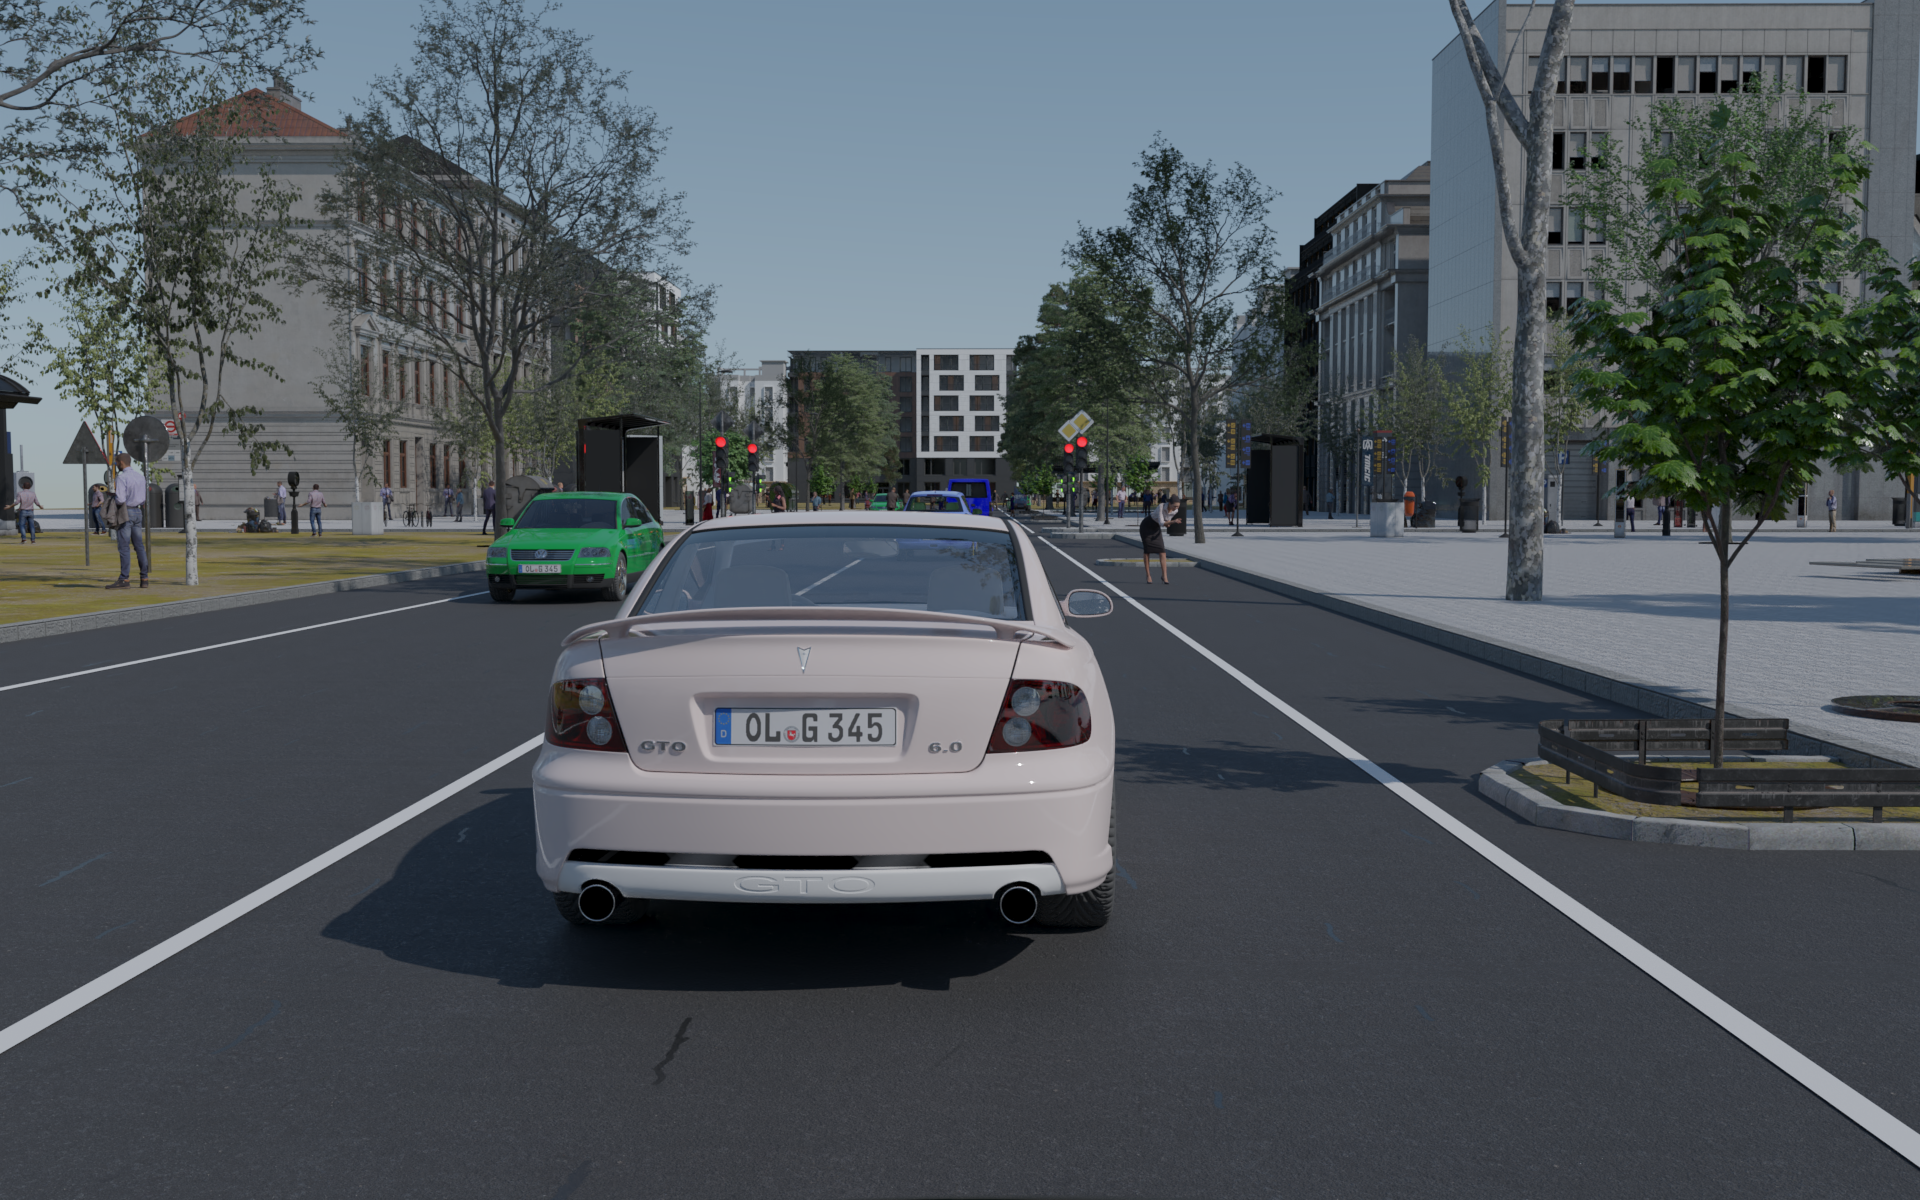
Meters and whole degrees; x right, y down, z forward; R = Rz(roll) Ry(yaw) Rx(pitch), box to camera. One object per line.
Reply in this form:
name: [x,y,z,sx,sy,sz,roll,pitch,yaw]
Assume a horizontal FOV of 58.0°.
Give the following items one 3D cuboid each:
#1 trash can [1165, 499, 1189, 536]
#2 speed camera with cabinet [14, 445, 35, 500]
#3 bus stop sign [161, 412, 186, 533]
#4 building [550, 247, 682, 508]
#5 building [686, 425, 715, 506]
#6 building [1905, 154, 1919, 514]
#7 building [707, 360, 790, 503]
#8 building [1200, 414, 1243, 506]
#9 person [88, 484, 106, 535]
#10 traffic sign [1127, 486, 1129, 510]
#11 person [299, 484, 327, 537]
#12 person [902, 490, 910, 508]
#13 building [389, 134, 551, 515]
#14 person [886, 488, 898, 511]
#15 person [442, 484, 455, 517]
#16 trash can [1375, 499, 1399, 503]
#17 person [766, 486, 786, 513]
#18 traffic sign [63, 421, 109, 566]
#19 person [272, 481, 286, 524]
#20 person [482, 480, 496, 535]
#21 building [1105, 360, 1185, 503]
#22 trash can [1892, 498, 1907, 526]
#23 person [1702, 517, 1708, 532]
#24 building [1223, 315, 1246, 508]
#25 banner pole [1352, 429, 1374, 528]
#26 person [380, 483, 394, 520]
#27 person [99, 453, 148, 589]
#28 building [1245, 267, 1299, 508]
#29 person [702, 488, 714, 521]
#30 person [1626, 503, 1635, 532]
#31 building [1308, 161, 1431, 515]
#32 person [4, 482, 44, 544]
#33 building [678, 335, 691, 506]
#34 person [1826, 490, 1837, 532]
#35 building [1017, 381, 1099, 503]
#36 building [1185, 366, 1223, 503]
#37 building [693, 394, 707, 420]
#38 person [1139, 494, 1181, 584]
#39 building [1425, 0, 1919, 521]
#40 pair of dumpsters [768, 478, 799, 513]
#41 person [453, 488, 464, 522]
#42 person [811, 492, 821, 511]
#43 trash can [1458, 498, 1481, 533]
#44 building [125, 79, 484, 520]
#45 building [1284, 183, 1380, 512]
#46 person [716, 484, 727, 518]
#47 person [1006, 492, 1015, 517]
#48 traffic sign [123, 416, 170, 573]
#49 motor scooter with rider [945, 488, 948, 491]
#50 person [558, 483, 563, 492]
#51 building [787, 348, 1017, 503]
trash can: [6.588,-2.508,52.654,0.748,1.137,0.748,0,3,0]
speed camera with cabinet: [-37.975,-4.558,68.860,2.038,3.252,0.660,-3,5,-43]
bus stop sign: [-25.586,-4.149,56.547,0.855,3.939,0.416,0,4,-8]
building: [-41.872,-19.140,156.906,27.936,21.610,32.646,0,4,1]
building: [-41.878,-15.366,193.386,28.070,9.664,9.099,0,4,1]
building: [53.876,-13.667,90.912,16.811,18.784,16.820,0,4,1]
building: [-30.208,-24.131,250.968,11.380,20.091,16.016,0,4,1]
building: [31.437,-14.696,182.421,9.099,9.664,28.070,0,4,1]
person: [-27.018,-2.825,54.196,0.963,1.587,0.435,3,4,37]
traffic sign: [12.322,-7.749,126.706,0.884,2.594,0.081,0,4,4]
person: [-19.203,-2.667,51.612,0.435,1.587,0.963,2,4,35]
person: [-3.917,-7.090,125.106,0.565,1.739,0.600,-2,4,-31]
building: [-34.143,-17.460,114.348,11.050,23.489,19.941,0,4,1]
person: [-3.294,-4.543,83.458,0.565,1.739,0.600,-1,4,-19]
person: [-28.593,-5.562,96.842,0.709,1.838,0.599,-1,4,-23]
trash can: [13.034,-2.521,52.875,0.748,1.137,0.748,0,3,0]
person: [-4.638,-2.054,43.561,0.593,1.643,0.415,1,4,14]
traffic sign: [-15.558,-1.884,30.813,0.884,2.594,0.081,0,4,8]
person: [-29.097,-4.160,73.933,0.599,1.838,0.709,0,4,-4]
person: [-14.732,-2.905,54.458,0.541,1.710,0.530,2,4,34]
building: [25.473,-24.079,250.103,11.380,20.091,16.016,0,4,1]
trash can: [37.581,-3.518,69.167,0.748,1.137,0.748,0,3,0]
person: [25.254,-2.884,58.889,0.697,1.427,0.421,-2,4,-25]
building: [33.652,-18.672,161.700,16.016,20.091,11.380,0,4,1]
banner pole: [15.425,-4.661,66.226,0.863,3.779,0.401,0,4,-8]
person: [-28.135,-4.835,84.961,0.709,1.838,0.599,-2,4,-26]
person: [-11.384,-1.076,23.499,0.599,1.838,0.709,1,4,12]
building: [33.868,-17.952,149.940,16.016,20.091,11.380,0,4,1]
person: [-9.609,-3.524,66.135,0.387,1.526,0.523,1,4,23]
person: [22.882,-2.984,59.497,0.614,1.554,0.590,-1,4,-20]
building: [31.301,-16.512,111.765,13.314,21.916,24.055,0,4,1]
person: [-23.913,-2.225,44.387,0.435,1.587,0.963,3,4,38]
building: [-36.503,-19.722,178.871,16.016,20.091,11.380,0,4,1]
person: [30.286,-3.037,60.216,0.319,1.574,0.516,1,4,12]
building: [14.100,-24.122,250.813,11.380,20.091,16.016,0,4,1]
building: [37.024,-24.077,250.070,11.380,20.091,16.016,0,4,1]
building: [-51.634,-23.568,251.789,31.486,18.905,16.747,0,4,1]
person: [3.211,-0.967,27.504,0.799,1.438,0.628,2,4,24]
building: [35.481,-16.546,88.551,19.932,24.808,12.078,0,4,1]
pair of dumpsters: [-10.771,-6.296,105.432,1.574,2.255,4.436,0,4,1]
person: [-22.775,-4.311,78.740,0.429,1.552,0.499,1,4,13]
person: [-7.088,-4.563,85.313,0.499,1.552,0.429,3,5,40]
trash can: [16.832,-2.789,57.250,0.748,1.137,0.748,0,3,0]
building: [-34.462,-15.762,93.869,11.583,22.565,21.152,0,4,1]
building: [32.206,-18.483,131.881,12.332,23.373,15.834,0,4,1]
person: [-10.171,-4.116,74.047,0.576,1.737,0.504,1,4,20]
person: [3.144,-5.927,107.780,0.546,1.535,0.453,-1,4,-10]
traffic sign: [-13.211,-1.714,28.131,0.768,2.556,0.104,0,4,1]
motor scooter with rider: [-0.558,-4.597,84.124,0.876,1.779,1.986,0,4,0]
person: [-16.682,-4.033,72.541,0.434,1.755,0.990,-1,4,-21]
building: [-8.135,-25.240,256.650,32.646,21.610,27.936,0,4,1]
